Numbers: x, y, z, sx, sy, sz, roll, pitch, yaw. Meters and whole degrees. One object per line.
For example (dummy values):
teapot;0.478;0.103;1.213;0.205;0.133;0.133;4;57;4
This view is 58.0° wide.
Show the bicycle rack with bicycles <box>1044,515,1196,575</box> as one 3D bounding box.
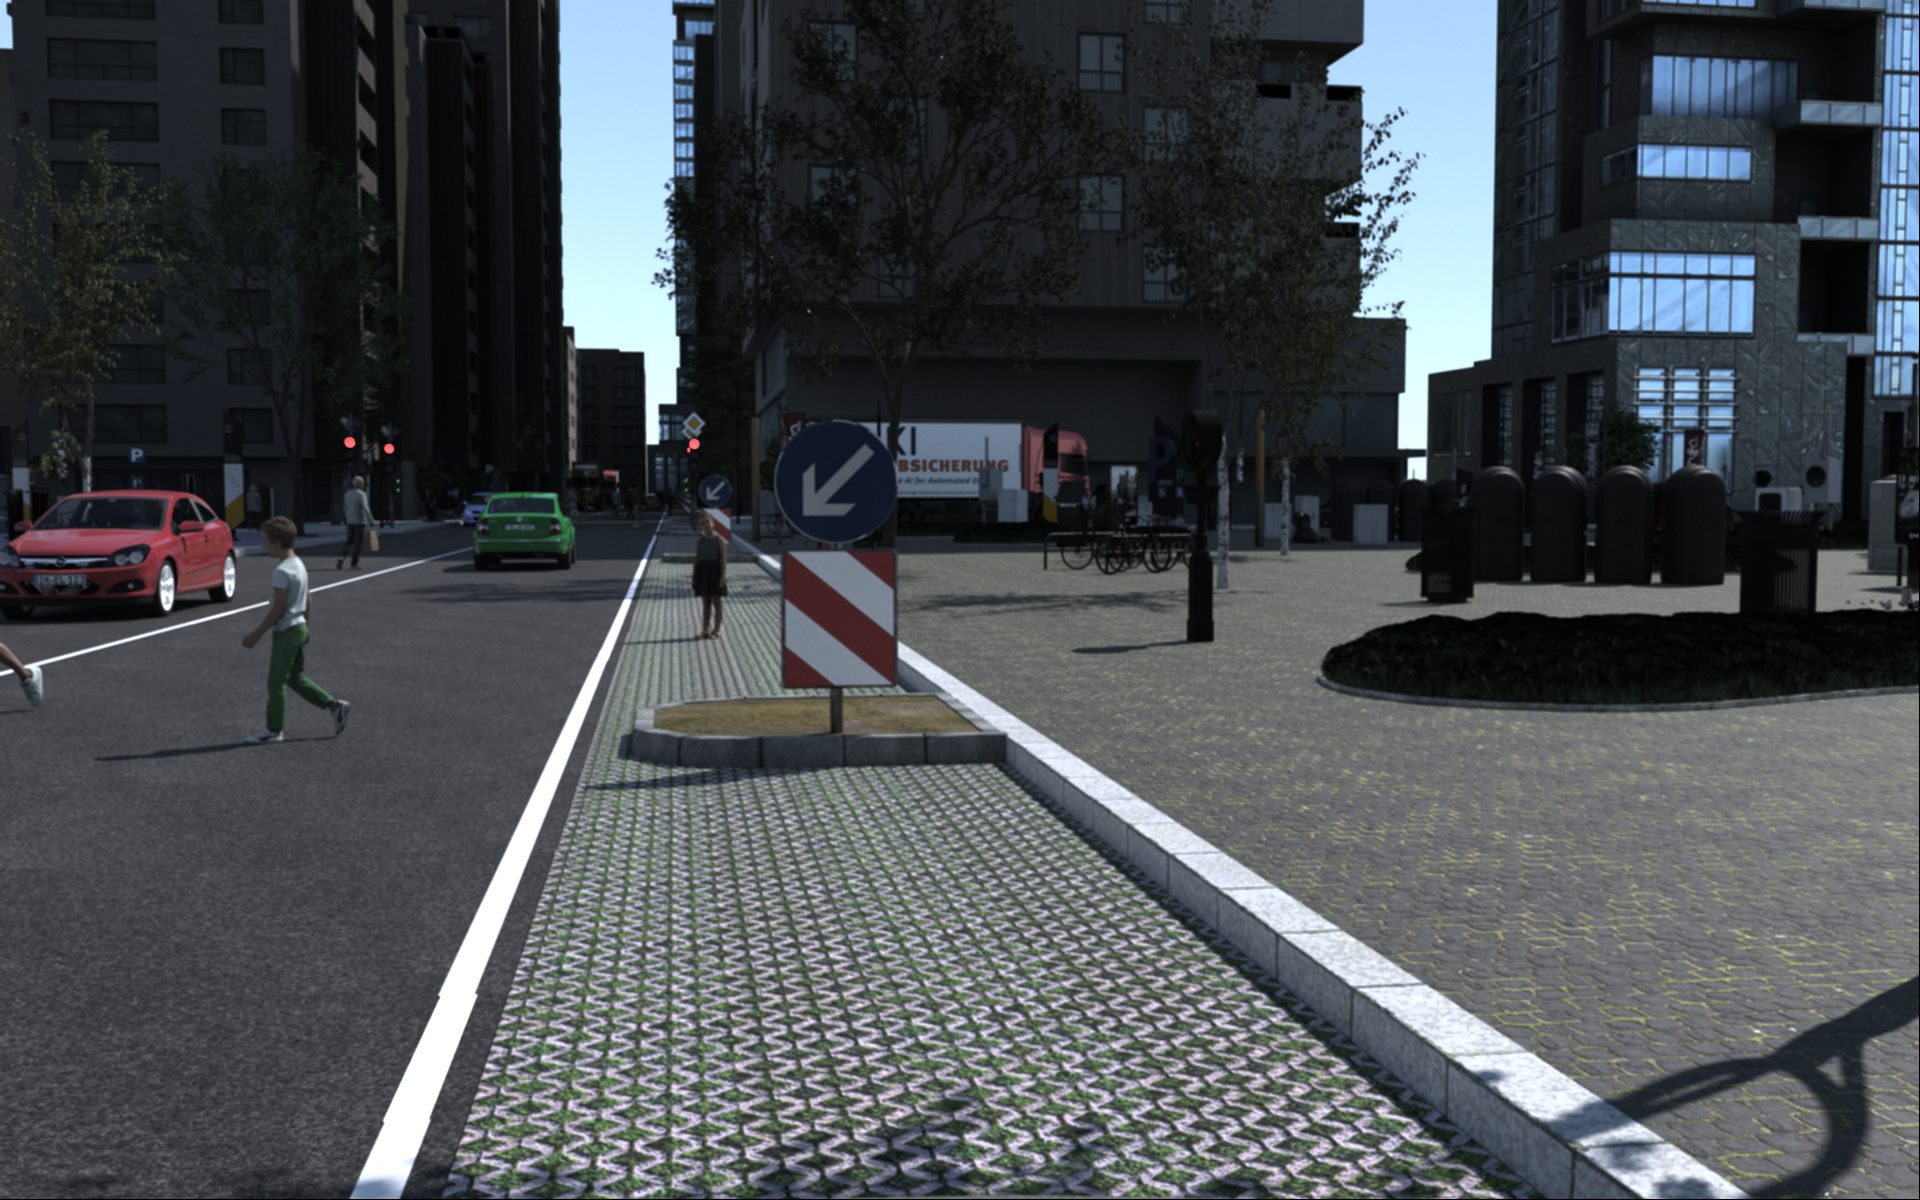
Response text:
bicycle rack with bicycles;2.861;-0.956;29.012;2.925;0.926;2.852;-2;4;-30

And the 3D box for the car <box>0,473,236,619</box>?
car;-10.331;-0.755;21.379;2.155;1.783;4.494;-1;4;-9

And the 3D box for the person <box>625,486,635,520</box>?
person;-18.251;-5.393;96.036;0.648;1.900;0.474;3;5;42

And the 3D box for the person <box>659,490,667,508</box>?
person;-30.464;-10.298;176.500;1.348;1.869;0.705;0;4;6

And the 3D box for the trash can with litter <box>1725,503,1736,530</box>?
trash can with litter;21.328;-2.223;47.738;1.055;1.170;0.624;2;4;31

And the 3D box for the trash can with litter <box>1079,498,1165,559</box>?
trash can with litter;3.177;-1.481;35.277;1.678;1.210;2.233;-1;4;-18

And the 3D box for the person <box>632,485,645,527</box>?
person;-14.156;-4.144;76.227;0.573;1.828;0.580;0;4;-3

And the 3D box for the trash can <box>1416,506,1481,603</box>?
trash can;5.790;-0.545;20.557;0.748;1.137;0.748;0;3;0

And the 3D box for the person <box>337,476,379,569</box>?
person;-11.449;-1.465;32.941;0.782;1.767;0.515;2;4;27

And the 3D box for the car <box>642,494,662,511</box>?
car;-27.001;-8.598;150.798;2.015;1.641;3.980;0;4;-8

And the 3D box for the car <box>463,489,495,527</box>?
car;-21.071;-4.125;77.038;1.945;1.707;3.694;-1;4;-8

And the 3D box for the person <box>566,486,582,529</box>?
person;-15.974;-3.845;71.704;0.599;1.781;0.374;1;4;18

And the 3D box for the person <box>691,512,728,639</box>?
person;-2.462;-0.235;17.018;0.362;1.253;0.373;2;4;27

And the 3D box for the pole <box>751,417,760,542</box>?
pole;-5.442;-3.198;46.136;0.158;3.312;0.155;0;3;0

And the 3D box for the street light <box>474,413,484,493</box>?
street light;-27.609;-7.749;99.490;0.468;5.910;1.993;-1;4;-9

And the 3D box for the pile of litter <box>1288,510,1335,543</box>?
pile of litter;9.228;-1.945;45.761;1.176;0.858;1.719;-1;4;-9

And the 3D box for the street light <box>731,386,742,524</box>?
street light;-9.472;-6.176;73.769;0.468;5.910;1.993;-1;4;-9

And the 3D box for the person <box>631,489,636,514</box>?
person;-22.867;-6.886;121.434;0.599;1.781;0.374;2;4;34

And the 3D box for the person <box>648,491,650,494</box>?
person;-38.746;-12.678;215.918;0.705;1.807;1.348;-2;4;-29

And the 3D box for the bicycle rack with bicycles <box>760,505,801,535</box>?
bicycle rack with bicycles;-5.106;-2.625;56.295;2.925;0.926;2.852;-3;5;-44

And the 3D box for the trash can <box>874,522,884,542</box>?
trash can;-2.142;-2.115;46.241;0.748;1.137;0.748;0;3;0

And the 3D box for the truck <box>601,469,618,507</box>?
truck;-39.549;-12.524;193.682;2.839;4.237;11.283;-1;4;-10

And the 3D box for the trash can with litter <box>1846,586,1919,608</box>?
trash can with litter;10.786;-0.501;19.245;1.678;1.210;2.233;2;4;28

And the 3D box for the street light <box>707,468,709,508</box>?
street light;-20.560;-10.297;141.141;0.468;5.910;1.993;-1;4;-9

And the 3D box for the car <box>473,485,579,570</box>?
car;-8.550;-1.554;34.207;1.959;1.807;4.718;-1;4;-10

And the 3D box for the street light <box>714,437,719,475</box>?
street light;-15.014;-8.246;107.603;0.468;5.910;1.993;-1;4;-9

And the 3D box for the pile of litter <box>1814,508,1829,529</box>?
pile of litter;31.045;-2.972;62.563;1.719;0.858;1.176;-2;4;-31

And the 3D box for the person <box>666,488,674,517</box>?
person;-18.348;-6.168;109.532;0.419;1.800;0.721;1;4;17

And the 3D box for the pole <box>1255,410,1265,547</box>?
pole;7.260;-2.941;41.929;0.158;3.312;0.155;0;3;0

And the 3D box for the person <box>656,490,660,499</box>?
person;-29.737;-9.876;170.074;0.705;1.812;1.348;-2;4;-29

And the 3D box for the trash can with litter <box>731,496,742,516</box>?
trash can with litter;-13.388;-5.556;102.224;1.055;1.170;0.624;1;4;13

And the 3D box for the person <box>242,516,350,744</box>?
person;-3.848;0.166;10.035;0.590;1.304;0.306;-2;4;-27

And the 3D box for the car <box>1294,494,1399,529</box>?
car;15.137;-3.529;67.486;4.222;1.686;2.009;-1;4;-8

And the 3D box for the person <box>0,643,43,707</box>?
person;-6.374;-0.119;11.188;0.466;1.731;0.760;2;4;31

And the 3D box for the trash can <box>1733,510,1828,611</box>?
trash can;7.111;-0.208;15.048;0.748;1.137;0.748;0;3;0

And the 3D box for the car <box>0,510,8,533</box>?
car;-34.253;-2.849;58.589;4.499;1.417;2.014;-1;4;-11

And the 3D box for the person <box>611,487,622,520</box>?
person;-19.317;-5.424;97.037;0.748;1.841;0.638;-3;5;-44

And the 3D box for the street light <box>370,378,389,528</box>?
street light;-21.872;-5.661;65.345;0.468;5.910;1.993;-1;4;-9

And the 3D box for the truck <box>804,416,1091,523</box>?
truck;-0.153;-4.626;64.546;11.283;4.237;2.839;-1;4;-11

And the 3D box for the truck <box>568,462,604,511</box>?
truck;-33.008;-10.063;153.447;2.839;4.237;11.283;-1;4;-10

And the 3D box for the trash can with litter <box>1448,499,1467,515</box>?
trash can with litter;11.211;-1.630;38.043;1.055;1.170;0.624;-2;4;-30

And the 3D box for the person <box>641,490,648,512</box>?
person;-25.535;-8.022;140.063;0.834;1.777;0.661;0;4;4

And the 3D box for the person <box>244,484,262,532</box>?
person;-24.774;-3.173;60.560;0.709;1.800;0.728;1;4;9

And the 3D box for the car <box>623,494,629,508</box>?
car;-33.510;-10.254;177.438;2.009;1.686;4.222;-1;4;-11

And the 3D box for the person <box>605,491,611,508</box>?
person;-36.555;-10.462;180.005;0.683;1.767;0.568;0;4;1
